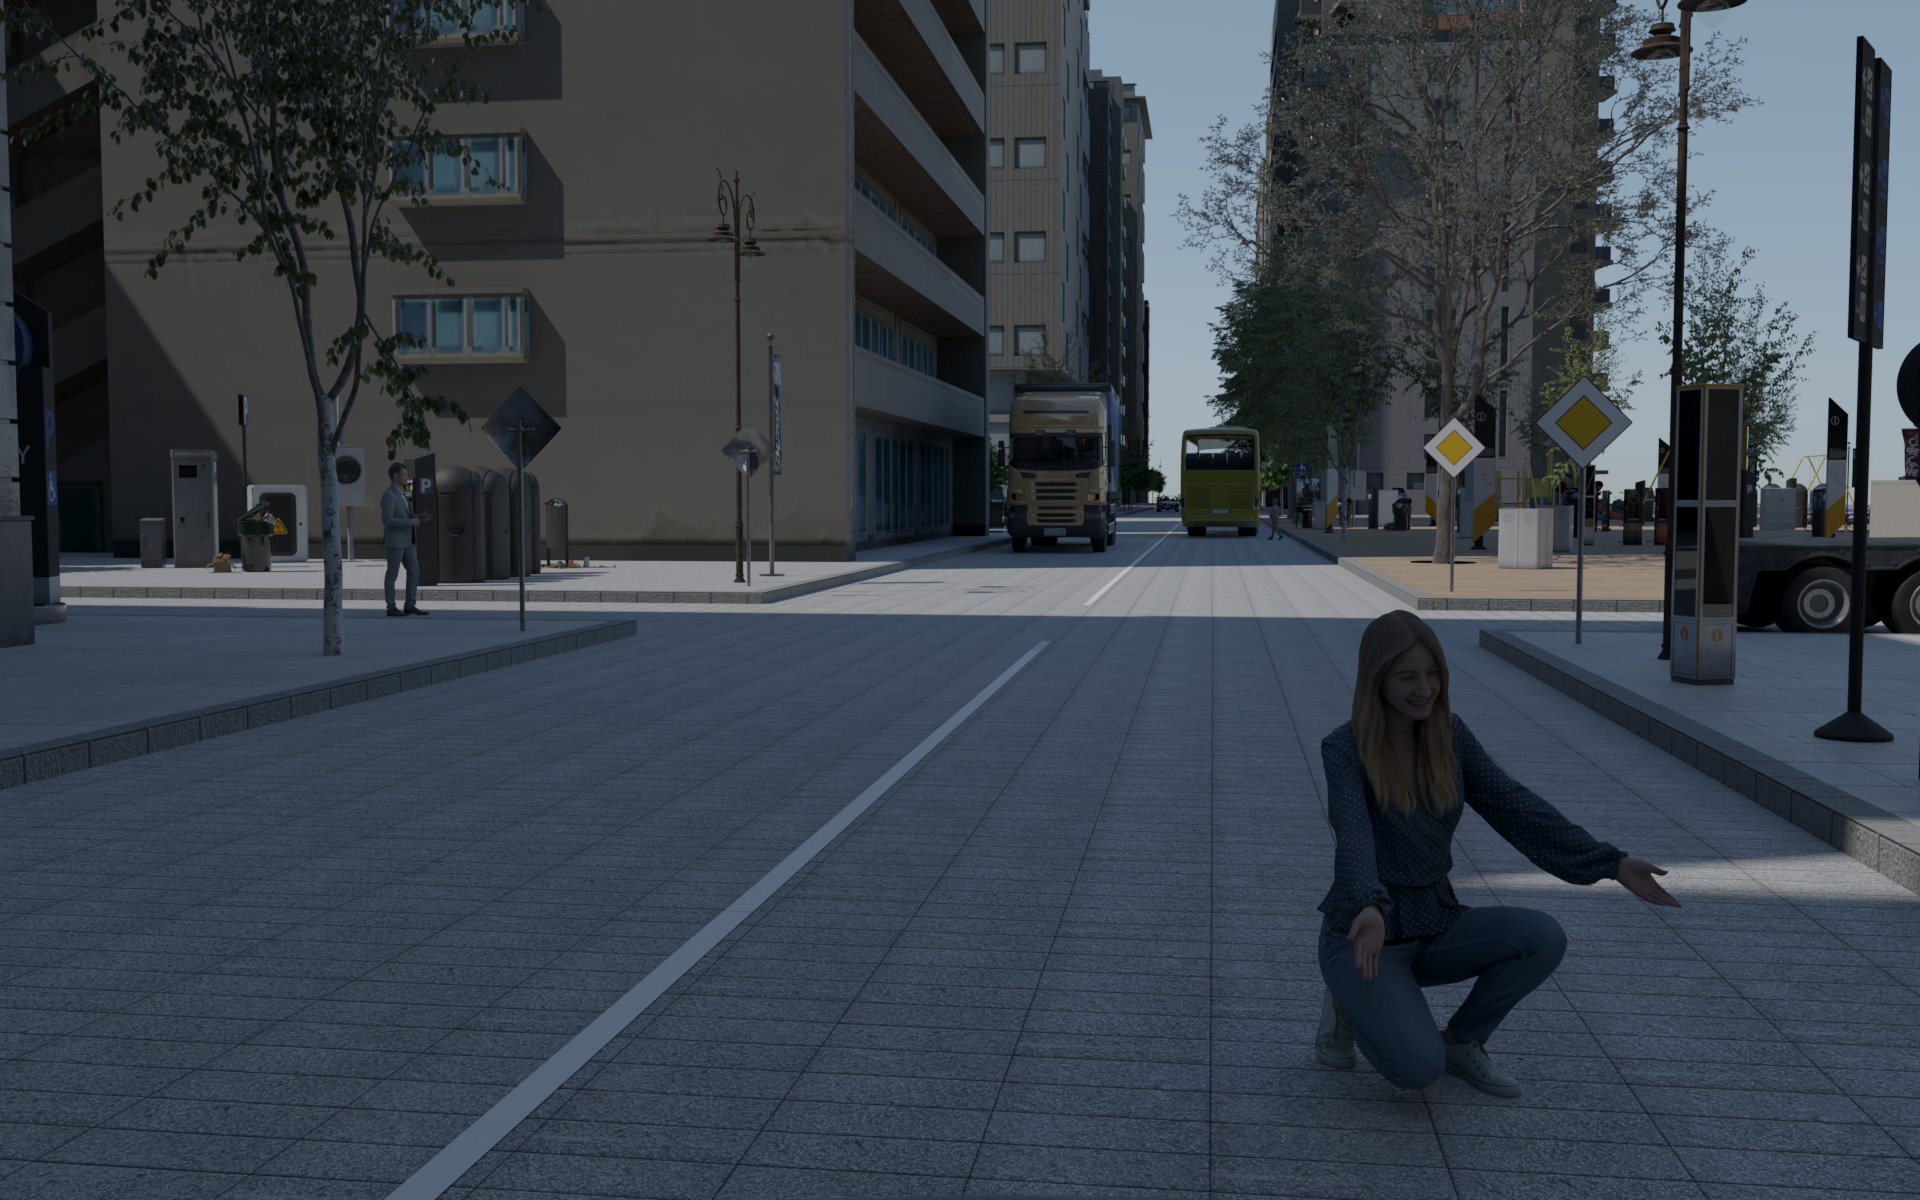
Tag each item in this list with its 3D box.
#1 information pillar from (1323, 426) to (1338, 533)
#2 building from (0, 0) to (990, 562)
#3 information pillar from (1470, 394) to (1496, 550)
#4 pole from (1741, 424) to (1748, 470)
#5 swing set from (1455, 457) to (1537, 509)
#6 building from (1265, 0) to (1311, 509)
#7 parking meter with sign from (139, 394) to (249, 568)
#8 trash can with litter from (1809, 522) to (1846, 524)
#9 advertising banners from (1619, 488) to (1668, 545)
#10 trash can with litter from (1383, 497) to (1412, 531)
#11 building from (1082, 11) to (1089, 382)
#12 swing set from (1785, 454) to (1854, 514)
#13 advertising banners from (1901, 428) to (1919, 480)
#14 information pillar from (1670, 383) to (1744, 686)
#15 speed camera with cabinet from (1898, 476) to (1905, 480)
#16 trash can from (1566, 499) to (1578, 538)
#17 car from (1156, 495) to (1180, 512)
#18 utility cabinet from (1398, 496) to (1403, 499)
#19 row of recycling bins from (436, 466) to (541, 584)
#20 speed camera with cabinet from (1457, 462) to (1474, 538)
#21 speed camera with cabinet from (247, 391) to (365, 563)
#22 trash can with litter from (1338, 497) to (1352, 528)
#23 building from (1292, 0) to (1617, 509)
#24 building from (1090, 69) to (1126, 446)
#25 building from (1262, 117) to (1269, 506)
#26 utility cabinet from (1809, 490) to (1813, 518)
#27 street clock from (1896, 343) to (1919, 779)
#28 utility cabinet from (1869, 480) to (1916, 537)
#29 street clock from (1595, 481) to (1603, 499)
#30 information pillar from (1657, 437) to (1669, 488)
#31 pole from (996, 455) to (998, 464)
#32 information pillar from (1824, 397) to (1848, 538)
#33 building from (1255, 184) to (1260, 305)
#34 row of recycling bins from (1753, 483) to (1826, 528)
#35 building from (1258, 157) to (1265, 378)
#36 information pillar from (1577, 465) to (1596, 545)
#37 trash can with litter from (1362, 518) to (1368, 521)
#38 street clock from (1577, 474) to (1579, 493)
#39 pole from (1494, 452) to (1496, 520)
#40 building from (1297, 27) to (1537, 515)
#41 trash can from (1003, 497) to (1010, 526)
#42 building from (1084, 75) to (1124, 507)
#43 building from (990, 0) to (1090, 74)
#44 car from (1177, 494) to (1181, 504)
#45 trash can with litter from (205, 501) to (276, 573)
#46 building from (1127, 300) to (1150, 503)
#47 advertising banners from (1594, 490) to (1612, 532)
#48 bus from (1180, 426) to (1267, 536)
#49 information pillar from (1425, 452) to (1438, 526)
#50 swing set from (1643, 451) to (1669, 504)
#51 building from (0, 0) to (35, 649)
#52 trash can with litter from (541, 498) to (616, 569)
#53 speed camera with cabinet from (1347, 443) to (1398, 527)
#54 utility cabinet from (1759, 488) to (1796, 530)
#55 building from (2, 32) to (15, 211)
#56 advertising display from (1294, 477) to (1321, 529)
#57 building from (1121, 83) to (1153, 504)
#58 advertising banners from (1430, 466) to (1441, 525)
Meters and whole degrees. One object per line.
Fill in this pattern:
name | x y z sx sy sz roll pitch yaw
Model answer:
information pillar | 12.225 -4.014 56.980 0.504 3.616 0.183 -2 4 -33
building | -11.156 -25.645 42.996 21.300 48.544 21.600 1 4 8
information pillar | 12.052 -2.967 39.863 0.504 3.616 0.183 0 4 7
pole | 22.930 -3.476 50.671 0.158 3.312 0.155 0 3 0
swing set | 22.617 -4.608 72.957 3.119 2.851 2.862 0 4 -4
building | 39.091 -32.632 157.232 21.300 48.544 21.600 1 4 8
parking meter with sign | -13.318 -2.071 30.118 1.738 3.016 0.543 -1 4 -14
trash can with litter | 36.700 -3.783 72.910 2.233 1.210 1.678 -1 4 -11
advertising banners | 17.587 -2.878 43.247 2.074 3.025 0.090 1 4 11
trash can with litter | 15.169 -2.997 60.383 0.624 1.170 1.055 -2 4 -26
building | 0.512 -50.761 142.618 22.319 86.520 31.000 1 4 8
swing set | 34.288 -4.384 69.298 2.862 2.851 3.119 1 4 9
advertising banners | 25.854 -3.016 45.500 2.074 3.025 0.090 2 4 30
information pillar | 5.043 -0.441 11.709 0.304 2.012 0.304 -1 4 -13
speed camera with cabinet | 47.745 -5.666 86.973 2.038 3.252 0.660 -3 5 -43
trash can | 18.152 -2.394 50.800 0.748 1.137 0.748 0 3 0
car | 16.693 -7.728 138.935 1.945 1.354 3.894 1 4 9
utility cabinet | 20.278 -4.251 80.671 0.306 1.237 1.020 3 5 39
row of recycling bins | -7.207 -1.183 26.462 1.069 1.692 3.534 0 4 3
speed camera with cabinet | 14.772 -3.409 50.077 0.660 3.252 2.038 1 4 11
speed camera with cabinet | -12.361 -2.348 32.727 2.038 3.252 0.660 -2 4 -32
trash can with litter | 14.643 -3.347 66.105 0.624 1.170 1.055 1 4 13
building | 36.775 -29.211 132.231 22.147 44.769 28.867 1 4 8
building | 7.525 -35.472 199.574 23.786 49.044 30.456 1 4 8
building | 40.199 -30.915 189.053 14.154 41.232 14.086 1 4 8
utility cabinet | 45.453 -5.073 91.627 1.173 1.500 0.318 -2 4 -31
street clock | 4.401 -0.188 7.642 0.471 2.002 0.358 0 4 6
utility cabinet | 15.085 -1.148 27.445 0.318 1.500 1.173 -2 4 -35
street clock | 34.340 -5.421 93.209 0.471 2.002 0.358 0 4 1
information pillar | 28.731 -4.855 70.740 0.504 3.616 0.183 2 4 26
pole | 1.808 -5.469 83.263 0.158 3.312 0.155 0 3 0
information pillar | 21.262 -3.100 42.044 0.504 3.616 0.183 0 4 -4
building | 52.155 -37.803 241.775 21.300 48.544 21.600 1 4 8
row of recycling bins | 31.633 -3.627 66.410 3.534 1.692 1.069 2 4 33
building | 45.780 -35.089 223.819 14.600 45.320 14.200 1 4 8
information pillar | 15.698 -2.380 43.398 0.304 2.012 0.304 -1 4 -9
trash can with litter | 20.082 -4.405 83.072 2.233 1.210 1.678 -2 4 -25
street clock | 22.133 -3.491 61.652 0.358 2.002 0.471 0 4 4
pole | 26.169 -5.571 84.931 0.158 3.312 0.155 0 3 0
building | 28.834 -20.818 112.077 14.160 30.474 14.107 1 4 8
trash can | 2.048 -3.486 68.648 0.748 1.137 0.748 0 3 0
building | 8.148 -29.482 165.627 14.154 41.232 14.086 1 4 8
building | -5.592 -32.129 114.552 28.713 52.752 27.495 1 4 8
car | 27.681 -12.553 215.469 2.015 1.641 3.980 0 4 8
trash can with litter | -11.796 -1.040 28.394 1.055 1.170 0.624 -2 4 -29
building | 19.906 -29.190 248.963 14.160 30.474 14.107 1 4 8
advertising banners | 21.881 -3.885 59.710 0.090 3.025 2.074 -1 4 -11
bus | 9.469 -4.303 61.897 2.896 3.916 12.252 1 4 10
information pillar | 18.895 -4.768 69.307 0.504 3.616 0.183 3 4 38
swing set | 24.345 -3.706 58.219 2.862 2.851 3.119 0 4 5
building | -20.708 -13.020 10.146 25.104 27.353 12.463 1 4 8
trash can with litter | -7.251 -1.187 30.464 2.233 1.210 1.678 3 4 38
speed camera with cabinet | 16.063 -4.483 67.635 2.038 3.252 0.660 -1 4 -14
utility cabinet | 28.919 -3.214 61.230 1.173 1.500 0.318 0 4 -8
building | -39.057 -12.123 43.258 28.899 21.520 27.650 1 4 8
advertising display | 12.940 -3.627 64.513 0.974 1.923 0.123 -1 4 -10
building | 10.450 -39.108 228.653 28.713 52.752 27.495 1 4 8
advertising banners | 19.907 -4.652 72.245 0.090 3.025 2.074 0 4 3
